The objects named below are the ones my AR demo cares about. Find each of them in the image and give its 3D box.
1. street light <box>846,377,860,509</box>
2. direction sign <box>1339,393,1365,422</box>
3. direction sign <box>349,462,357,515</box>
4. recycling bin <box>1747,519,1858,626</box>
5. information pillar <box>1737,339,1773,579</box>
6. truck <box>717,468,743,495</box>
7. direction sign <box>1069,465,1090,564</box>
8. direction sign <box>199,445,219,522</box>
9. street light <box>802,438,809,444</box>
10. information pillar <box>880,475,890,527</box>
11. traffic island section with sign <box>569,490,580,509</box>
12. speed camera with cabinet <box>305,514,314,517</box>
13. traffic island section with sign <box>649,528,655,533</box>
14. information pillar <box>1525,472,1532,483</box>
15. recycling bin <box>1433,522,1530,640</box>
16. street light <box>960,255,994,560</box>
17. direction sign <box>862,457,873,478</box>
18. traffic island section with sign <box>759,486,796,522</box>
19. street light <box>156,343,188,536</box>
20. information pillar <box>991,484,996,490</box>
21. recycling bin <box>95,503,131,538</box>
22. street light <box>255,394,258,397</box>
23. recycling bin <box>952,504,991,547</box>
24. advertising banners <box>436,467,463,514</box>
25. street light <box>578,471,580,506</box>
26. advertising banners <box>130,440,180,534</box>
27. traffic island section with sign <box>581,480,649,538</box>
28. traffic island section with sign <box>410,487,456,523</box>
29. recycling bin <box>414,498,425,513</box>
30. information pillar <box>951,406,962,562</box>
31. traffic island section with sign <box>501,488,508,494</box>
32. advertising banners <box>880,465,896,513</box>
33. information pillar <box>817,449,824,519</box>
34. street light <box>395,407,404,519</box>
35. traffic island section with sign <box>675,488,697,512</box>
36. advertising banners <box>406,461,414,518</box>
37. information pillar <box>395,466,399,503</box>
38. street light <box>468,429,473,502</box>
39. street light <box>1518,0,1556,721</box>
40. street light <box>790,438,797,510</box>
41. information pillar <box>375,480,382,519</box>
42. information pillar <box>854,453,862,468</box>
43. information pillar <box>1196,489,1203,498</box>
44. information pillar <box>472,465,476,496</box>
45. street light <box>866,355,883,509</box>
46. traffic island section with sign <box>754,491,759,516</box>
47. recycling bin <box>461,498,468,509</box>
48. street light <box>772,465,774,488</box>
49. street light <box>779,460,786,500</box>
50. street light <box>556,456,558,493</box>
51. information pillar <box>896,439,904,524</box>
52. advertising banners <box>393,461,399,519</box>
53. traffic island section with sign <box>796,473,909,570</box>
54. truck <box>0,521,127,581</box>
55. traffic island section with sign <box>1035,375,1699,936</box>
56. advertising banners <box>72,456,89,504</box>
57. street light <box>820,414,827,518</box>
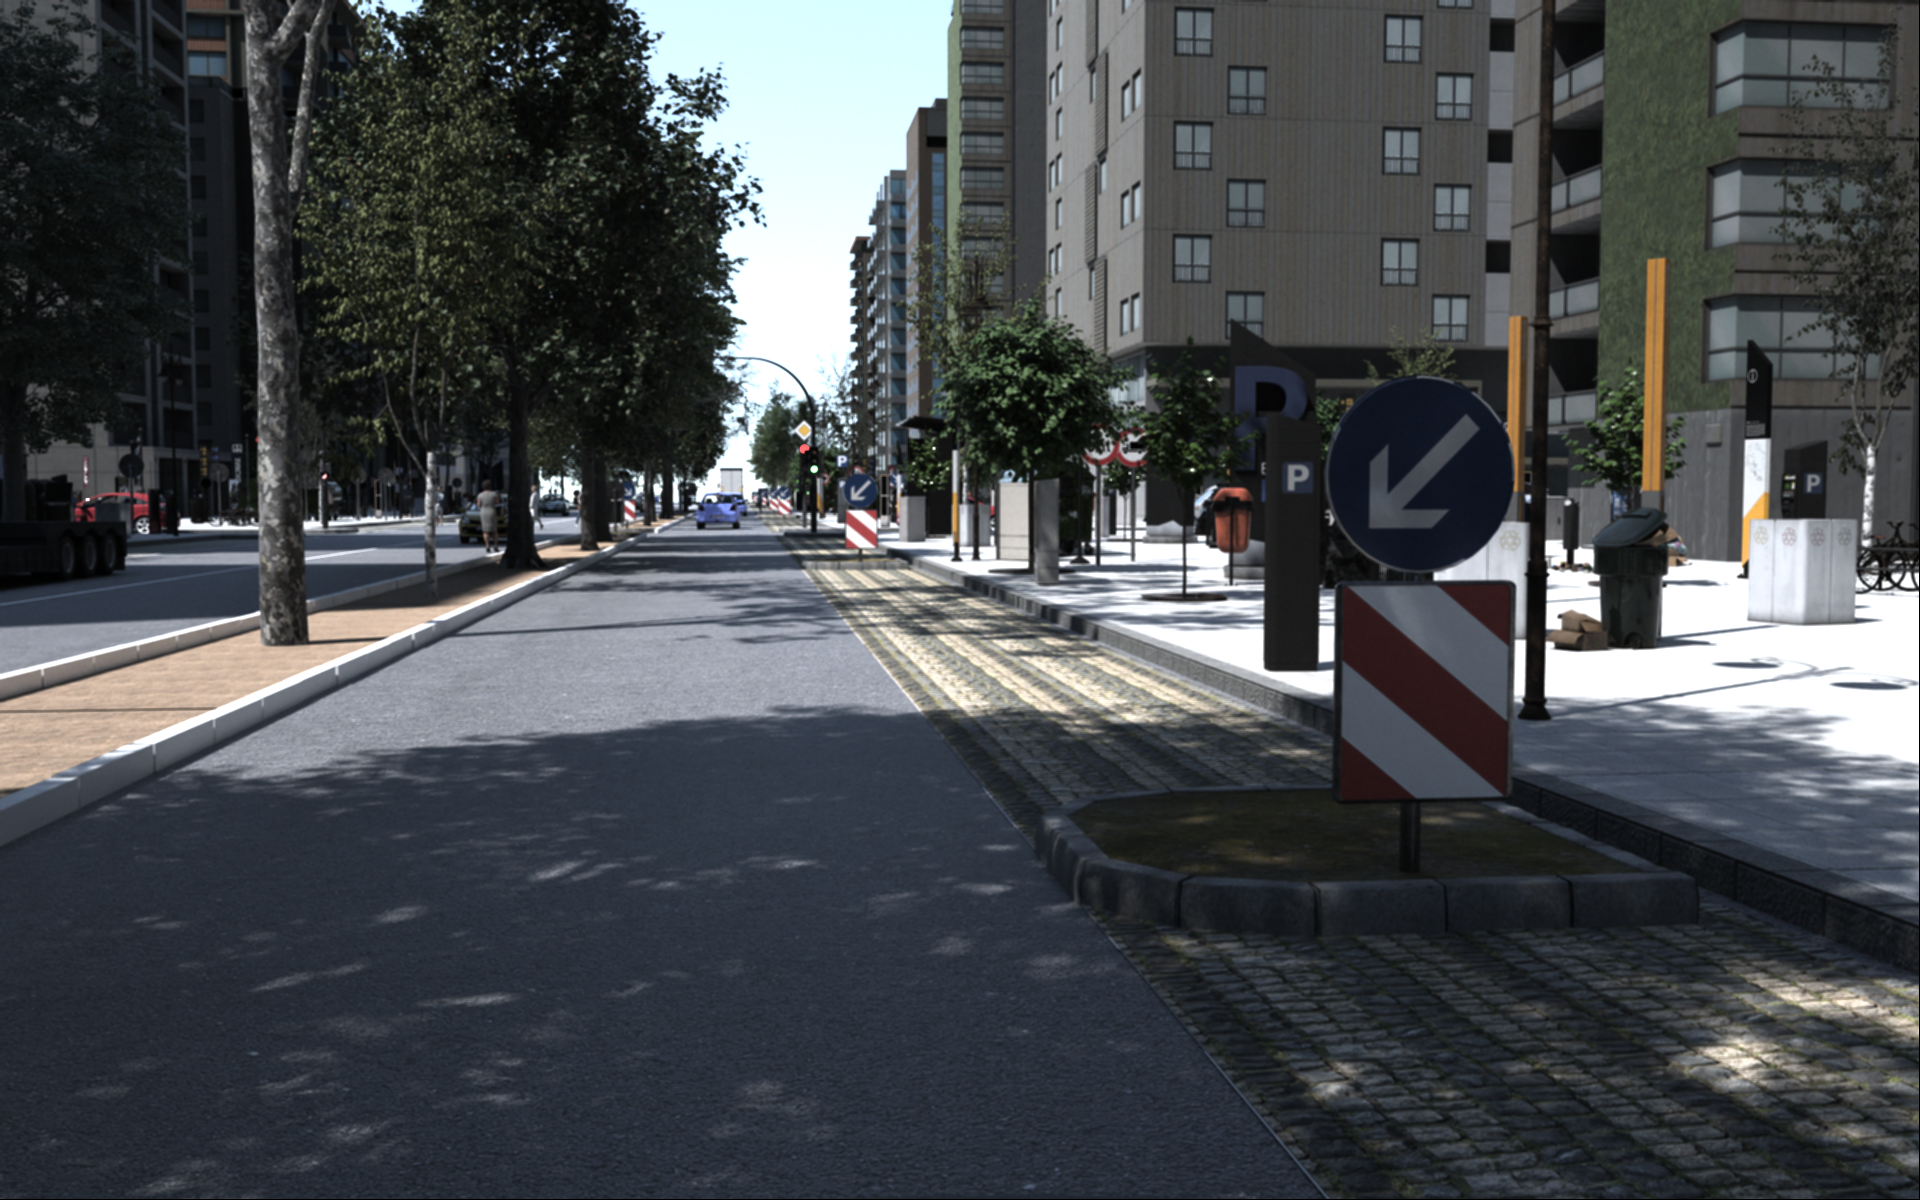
[{"bbox_3d":[-4.223,-5.861,68.610,0.468,5.910,1.993,0,4,-7],"label":"street light"},{"bbox_3d":[8.953,-2.873,38.965,0.876,3.537,0.379,2,4,25],"label":"direction sign"},{"bbox_3d":[-37.992,-7.120,108.402,0.876,3.537,0.379,2,4,32],"label":"direction sign"},{"bbox_3d":[8.403,-0.290,17.288,0.722,1.027,0.722,-1,4,-20],"label":"recycling bin"},{"bbox_3d":[11.996,-2.124,26.083,0.183,3.616,0.504,-1,4,-13],"label":"information pillar"},{"bbox_3d":[-25.254,-12.348,190.795,2.839,4.237,11.283,-1,4,-9],"label":"truck"},{"bbox_3d":[2.206,-2.433,31.783,0.379,3.537,0.876,3,5,40],"label":"direction sign"},{"bbox_3d":[-34.729,-5.394,80.196,0.876,3.537,0.379,0,4,-2],"label":"direction sign"},{"bbox_3d":[-10.356,-8.793,116.546,0.468,5.910,1.993,0,4,-7],"label":"street light"},{"bbox_3d":[-2.875,-3.802,66.651,0.304,2.012,0.304,1,4,14],"label":"information pillar"},{"bbox_3d":[-36.007,-9.436,162.904,1.989,1.847,2.006,0,4,-7],"label":"traffic island section with sign"},{"bbox_3d":[-37.004,-6.369,98.469,0.660,3.252,2.038,-1,4,-14],"label":"speed camera with cabinet"},{"bbox_3d":[-12.393,-3.459,64.690,2.006,1.907,1.989,0,4,-7],"label":"traffic island section with sign"},{"bbox_3d":[18.558,-3.207,56.920,0.304,2.012,0.304,-1,4,-16],"label":"information pillar"},{"bbox_3d":[4.681,-0.185,15.587,0.722,1.027,0.722,0,4,6],"label":"recycling bin"},{"bbox_3d":[0.315,-3.723,33.654,0.468,5.910,1.993,0,4,-7],"label":"street light"},{"bbox_3d":[-5.680,-7.020,106.774,0.876,3.537,0.379,1,4,20],"label":"direction sign"},{"bbox_3d":[-9.072,-4.867,88.204,1.989,1.847,2.006,0,4,-7],"label":"traffic island section with sign"},{"bbox_3d":[-23.985,-4.895,52.818,0.468,5.910,1.993,0,4,-7],"label":"street light"},{"bbox_3d":[2.383,-7.077,120.205,0.304,2.012,0.304,2,4,31],"label":"information pillar"},{"bbox_3d":[-24.419,-2.286,49.937,0.722,1.027,0.722,0,4,-1],"label":"recycling bin"},{"bbox_3d":[-25.432,-5.557,63.652,0.468,5.910,1.993,0,4,-7],"label":"street light"},{"bbox_3d":[0.276,-1.820,42.316,0.722,1.027,0.722,-2,4,-30],"label":"recycling bin"},{"bbox_3d":[-32.850,-7.018,110.930,2.074,3.025,0.090,-3,5,-43],"label":"advertising banners"},{"bbox_3d":[-41.096,-13.086,186.736,0.468,5.910,1.993,0,4,-7],"label":"street light"},{"bbox_3d":[-25.930,-3.642,55.732,2.074,3.025,0.090,2,4,24],"label":"advertising banners"},{"bbox_3d":[-11.465,-3.009,57.341,2.006,1.907,1.989,0,4,-7],"label":"traffic island section with sign"},{"bbox_3d":[-26.246,-4.755,86.366,1.989,1.847,2.006,0,4,-7],"label":"traffic island section with sign"},{"bbox_3d":[-36.147,-6.324,115.949,0.722,1.027,0.722,-1,4,-16],"label":"recycling bin"},{"bbox_3d":[-0.072,-2.539,32.875,0.183,3.616,0.504,0,4,6],"label":"information pillar"},{"bbox_3d":[-29.659,-6.390,113.105,1.989,1.847,2.006,0,4,-7],"label":"traffic island section with sign"},{"bbox_3d":[-4.859,-6.622,104.455,2.074,3.025,0.090,-1,4,-12],"label":"advertising banners"},{"bbox_3d":[-7.248,-6.023,89.832,0.183,3.616,0.504,1,4,21],"label":"information pillar"},{"bbox_3d":[-28.265,-7.005,87.323,0.468,5.910,1.993,0,4,-7],"label":"street light"},{"bbox_3d":[-21.912,-8.018,139.225,2.006,1.907,1.989,0,4,-7],"label":"traffic island section with sign"},{"bbox_3d":[-29.453,-5.921,93.003,0.090,3.025,2.074,-1,4,-14],"label":"advertising banners"},{"bbox_3d":[-44.443,-8.907,136.985,0.183,3.616,0.504,2,4,35],"label":"information pillar"},{"bbox_3d":[-31.525,-8.497,111.714,0.468,5.910,1.993,0,4,-7],"label":"street light"},{"bbox_3d":[3.281,-2.259,9.717,0.468,5.910,1.993,0,4,-7],"label":"street light"},{"bbox_3d":[-13.842,-10.462,143.843,0.468,5.910,1.993,0,4,-7],"label":"street light"},{"bbox_3d":[-30.338,-5.253,90.376,0.304,2.012,0.304,-1,4,-13],"label":"information pillar"},{"bbox_3d":[-5.403,-6.089,90.914,0.504,3.616,0.183,2,4,26],"label":"information pillar"},{"bbox_3d":[11.281,-4.715,81.580,0.304,2.012,0.304,1,4,23],"label":"information pillar"},{"bbox_3d":[-38.647,-8.944,137.589,0.183,3.616,0.504,1,4,12],"label":"information pillar"},{"bbox_3d":[-2.857,-5.194,57.714,0.468,5.910,1.993,0,4,-7],"label":"street light"},{"bbox_3d":[-12.484,-6.509,115.048,1.989,1.847,2.006,0,4,-7],"label":"traffic island section with sign"},{"bbox_3d":[-35.466,-6.764,123.146,0.722,1.027,0.722,0,4,4],"label":"recycling bin"},{"bbox_3d":[-22.990,-14.863,215.791,0.468,5.910,1.993,0,4,-7],"label":"street light"},{"bbox_3d":[-16.984,-11.937,167.957,0.468,5.910,1.993,0,4,-7],"label":"street light"},{"bbox_3d":[-38.031,-11.640,163.095,0.468,5.910,1.993,0,4,-7],"label":"street light"},{"bbox_3d":[-2.596,-5.038,73.733,0.183,3.616,0.504,-1,4,-14],"label":"information pillar"},{"bbox_3d":[-29.480,-5.755,90.288,0.090,3.025,2.074,-1,4,-16],"label":"advertising banners"},{"bbox_3d":[-2.072,-1.514,33.389,1.989,1.847,2.006,0,4,-7],"label":"traffic island section with sign"},{"bbox_3d":[-14.791,-1.955,21.715,2.967,4.110,18.799,-1,4,-9],"label":"truck"},{"bbox_3d":[1.340,0.127,6.548,1.989,1.847,2.006,0,4,-7],"label":"traffic island section with sign"},{"bbox_3d":[-40.710,-5.126,79.990,2.074,3.025,0.090,3,4,38],"label":"advertising banners"},{"bbox_3d":[-7.262,-7.318,92.438,0.468,5.910,1.993,0,4,-7],"label":"street light"}]
